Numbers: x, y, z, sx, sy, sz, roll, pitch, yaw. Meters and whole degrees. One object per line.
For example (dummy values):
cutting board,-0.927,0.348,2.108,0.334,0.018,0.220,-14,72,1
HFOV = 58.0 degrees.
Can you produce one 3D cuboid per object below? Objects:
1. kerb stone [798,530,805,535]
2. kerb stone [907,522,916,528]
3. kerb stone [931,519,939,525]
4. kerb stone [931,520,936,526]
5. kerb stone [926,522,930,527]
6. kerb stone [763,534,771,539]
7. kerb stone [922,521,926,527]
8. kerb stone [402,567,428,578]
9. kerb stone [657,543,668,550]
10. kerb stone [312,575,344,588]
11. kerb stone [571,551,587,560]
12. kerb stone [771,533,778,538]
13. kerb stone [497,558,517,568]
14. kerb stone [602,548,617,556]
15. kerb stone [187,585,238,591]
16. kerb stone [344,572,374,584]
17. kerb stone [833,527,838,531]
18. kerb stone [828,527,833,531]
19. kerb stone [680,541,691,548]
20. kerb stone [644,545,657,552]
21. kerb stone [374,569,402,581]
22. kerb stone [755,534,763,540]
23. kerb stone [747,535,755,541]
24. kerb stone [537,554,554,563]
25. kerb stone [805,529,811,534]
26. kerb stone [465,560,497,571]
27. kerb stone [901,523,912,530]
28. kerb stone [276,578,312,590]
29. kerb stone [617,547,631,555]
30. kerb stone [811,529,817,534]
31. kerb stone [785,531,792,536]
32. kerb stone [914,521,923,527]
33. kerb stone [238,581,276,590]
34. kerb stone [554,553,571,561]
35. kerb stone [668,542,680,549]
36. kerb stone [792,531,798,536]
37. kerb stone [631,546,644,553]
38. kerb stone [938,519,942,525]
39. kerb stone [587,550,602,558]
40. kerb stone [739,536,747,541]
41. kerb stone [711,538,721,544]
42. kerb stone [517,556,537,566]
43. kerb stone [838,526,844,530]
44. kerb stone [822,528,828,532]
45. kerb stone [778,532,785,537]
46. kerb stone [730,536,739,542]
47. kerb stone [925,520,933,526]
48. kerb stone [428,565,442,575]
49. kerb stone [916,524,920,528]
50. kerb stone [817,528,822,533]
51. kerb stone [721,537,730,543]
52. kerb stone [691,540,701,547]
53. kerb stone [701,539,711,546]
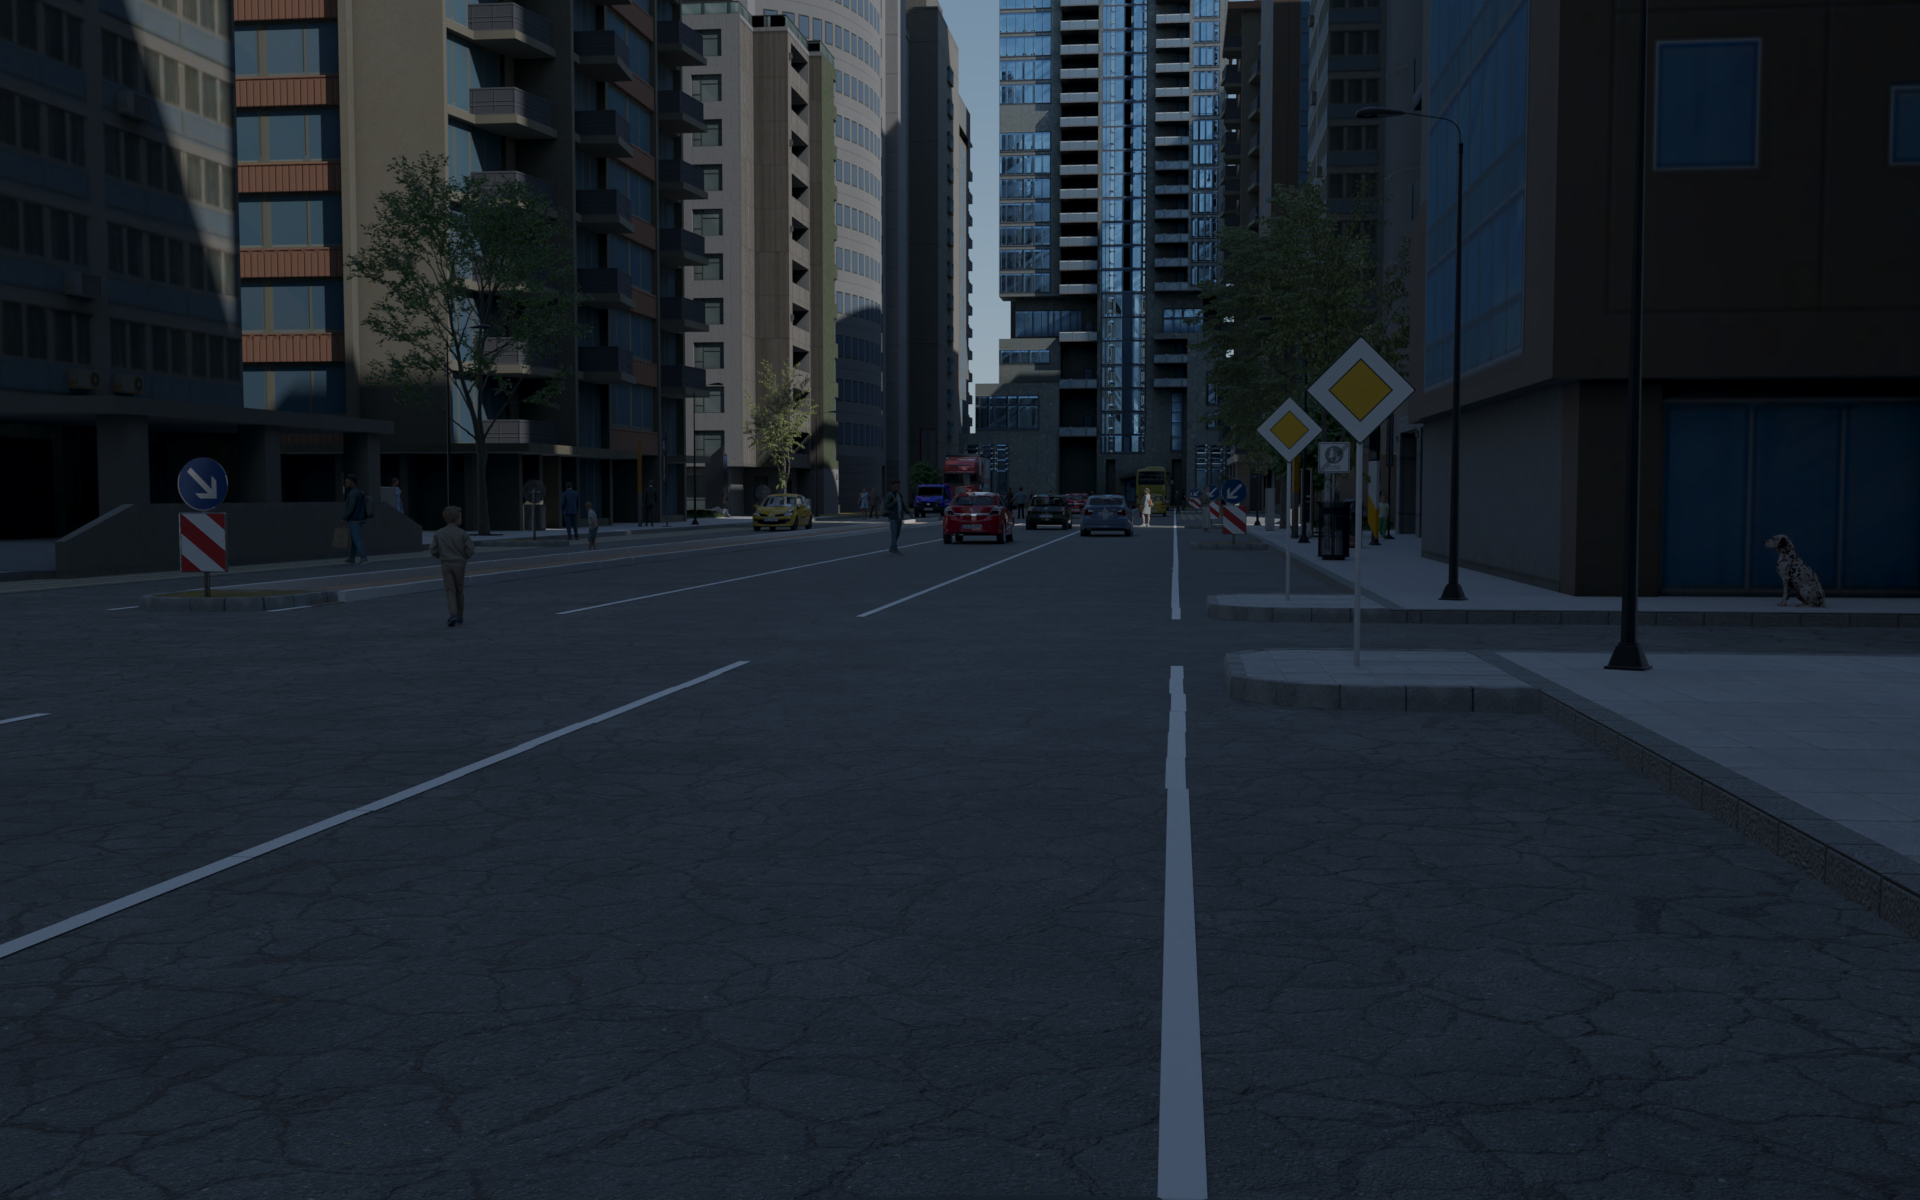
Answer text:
kerb stone,-5.662,-2.331,60.307,0.120,0.150,1.000,0,4,7
kerb stone,-2.076,-3.054,72.180,0.120,0.150,1.000,0,4,7
kerb stone,-1.181,-3.492,79.283,0.120,0.150,1.000,0,4,7
kerb stone,-1.317,-3.430,78.268,0.120,0.150,1.000,0,4,7
kerb stone,-1.574,-3.305,76.238,0.120,0.150,1.000,0,4,7
kerb stone,-6.296,-2.021,55.235,0.120,0.150,1.000,0,4,7
kerb stone,-1.698,-3.243,75.224,0.120,0.150,1.000,0,4,7
kerb stone,-9.449,-0.463,29.758,0.120,0.150,1.000,0,4,7
kerb stone,-7.686,-1.331,44.022,0.120,0.150,1.000,0,4,7
kerb stone,-9.834,-0.276,26.701,0.120,0.150,1.000,0,4,7
kerb stone,-8.440,-0.956,37.910,0.120,0.150,1.000,0,4,7
kerb stone,-6.159,-2.078,56.248,0.120,0.150,1.000,0,4,7
kerb stone,-8.945,-0.711,33.828,0.120,0.150,1.000,0,4,7
kerb stone,-8.188,-1.086,39.949,0.120,0.150,1.000,0,4,7
kerb stone,-10.213,-0.088,23.641,0.120,0.150,1.000,0,4,7
kerb stone,-9.706,-0.338,27.717,0.120,0.150,1.000,0,4,7
kerb stone,-4.913,-2.700,66.408,0.120,0.150,1.000,0,4,7
kerb stone,-5.030,-2.638,65.392,0.120,0.150,1.000,0,4,7
kerb stone,-7.424,-1.452,46.056,0.120,0.150,1.000,0,4,7
kerb stone,-7.806,-1.269,43.004,0.120,0.150,1.000,0,4,7
kerb stone,-9.579,-0.400,28.744,0.120,0.150,1.000,0,4,7
kerb stone,-6.415,-1.958,54.215,0.120,0.150,1.000,0,4,7
kerb stone,-6.541,-1.891,53.201,0.120,0.150,1.000,0,4,7
kerb stone,-8.700,-0.832,35.869,0.120,0.150,1.000,0,4,7
kerb stone,-5.538,-2.393,61.325,0.120,0.150,1.000,0,4,7
kerb stone,-9.078,-0.649,32.805,0.120,0.150,1.000,0,4,7
kerb stone,-2.206,-2.995,71.161,0.120,0.150,1.000,0,4,7
kerb stone,-9.957,-0.213,25.686,0.120,0.150,1.000,0,4,7
kerb stone,-8.068,-1.148,40.972,0.120,0.150,1.000,0,4,7
kerb stone,-5.411,-2.455,62.339,0.120,0.150,1.000,0,4,7
kerb stone,-5.912,-2.207,58.277,0.120,0.150,1.000,0,4,7
kerb stone,-1.817,-3.181,74.208,0.120,0.150,1.000,0,4,7
kerb stone,-10.089,-0.150,24.656,0.120,0.150,1.000,0,4,7
kerb stone,-8.576,-0.898,36.885,0.120,0.150,1.000,0,4,7
kerb stone,-7.554,-1.397,45.036,0.120,0.150,1.000,0,4,7
kerb stone,-5.791,-2.268,59.293,0.120,0.150,1.000,0,4,7
kerb stone,-7.927,-1.210,41.989,0.120,0.150,1.000,0,4,7
kerb stone,-1.071,-3.554,80.300,0.120,0.150,1.000,0,4,7
kerb stone,-8.317,-1.023,38.929,0.120,0.150,1.000,0,4,7
kerb stone,-6.667,-1.834,52.183,0.120,0.150,1.000,0,4,7
kerb stone,-7.050,-1.647,49.127,0.120,0.150,1.000,0,4,7
kerb stone,-8.815,-0.769,34.852,0.120,0.150,1.000,0,4,7
kerb stone,-4.779,-2.766,67.421,0.120,0.150,1.000,0,4,7
kerb stone,-5.160,-2.580,64.373,0.120,0.150,1.000,0,4,7
kerb stone,-6.035,-2.145,57.263,0.120,0.150,1.000,0,4,7
kerb stone,-6.799,-1.772,51.169,0.120,0.150,1.000,0,4,7
kerb stone,-1.446,-3.367,77.253,0.120,0.150,1.000,0,4,7
kerb stone,-9.327,-0.524,30.776,0.120,0.150,1.000,0,4,7
kerb stone,-1.944,-3.119,73.194,0.120,0.150,1.000,0,4,7
kerb stone,-5.288,-2.517,63.355,0.120,0.150,1.000,0,4,7
kerb stone,-6.922,-1.709,50.141,0.120,0.150,1.000,0,4,7
kerb stone,-7.303,-1.521,47.071,0.120,0.150,1.000,0,4,7
kerb stone,-7.177,-1.585,48.105,0.120,0.150,1.000,0,4,7
